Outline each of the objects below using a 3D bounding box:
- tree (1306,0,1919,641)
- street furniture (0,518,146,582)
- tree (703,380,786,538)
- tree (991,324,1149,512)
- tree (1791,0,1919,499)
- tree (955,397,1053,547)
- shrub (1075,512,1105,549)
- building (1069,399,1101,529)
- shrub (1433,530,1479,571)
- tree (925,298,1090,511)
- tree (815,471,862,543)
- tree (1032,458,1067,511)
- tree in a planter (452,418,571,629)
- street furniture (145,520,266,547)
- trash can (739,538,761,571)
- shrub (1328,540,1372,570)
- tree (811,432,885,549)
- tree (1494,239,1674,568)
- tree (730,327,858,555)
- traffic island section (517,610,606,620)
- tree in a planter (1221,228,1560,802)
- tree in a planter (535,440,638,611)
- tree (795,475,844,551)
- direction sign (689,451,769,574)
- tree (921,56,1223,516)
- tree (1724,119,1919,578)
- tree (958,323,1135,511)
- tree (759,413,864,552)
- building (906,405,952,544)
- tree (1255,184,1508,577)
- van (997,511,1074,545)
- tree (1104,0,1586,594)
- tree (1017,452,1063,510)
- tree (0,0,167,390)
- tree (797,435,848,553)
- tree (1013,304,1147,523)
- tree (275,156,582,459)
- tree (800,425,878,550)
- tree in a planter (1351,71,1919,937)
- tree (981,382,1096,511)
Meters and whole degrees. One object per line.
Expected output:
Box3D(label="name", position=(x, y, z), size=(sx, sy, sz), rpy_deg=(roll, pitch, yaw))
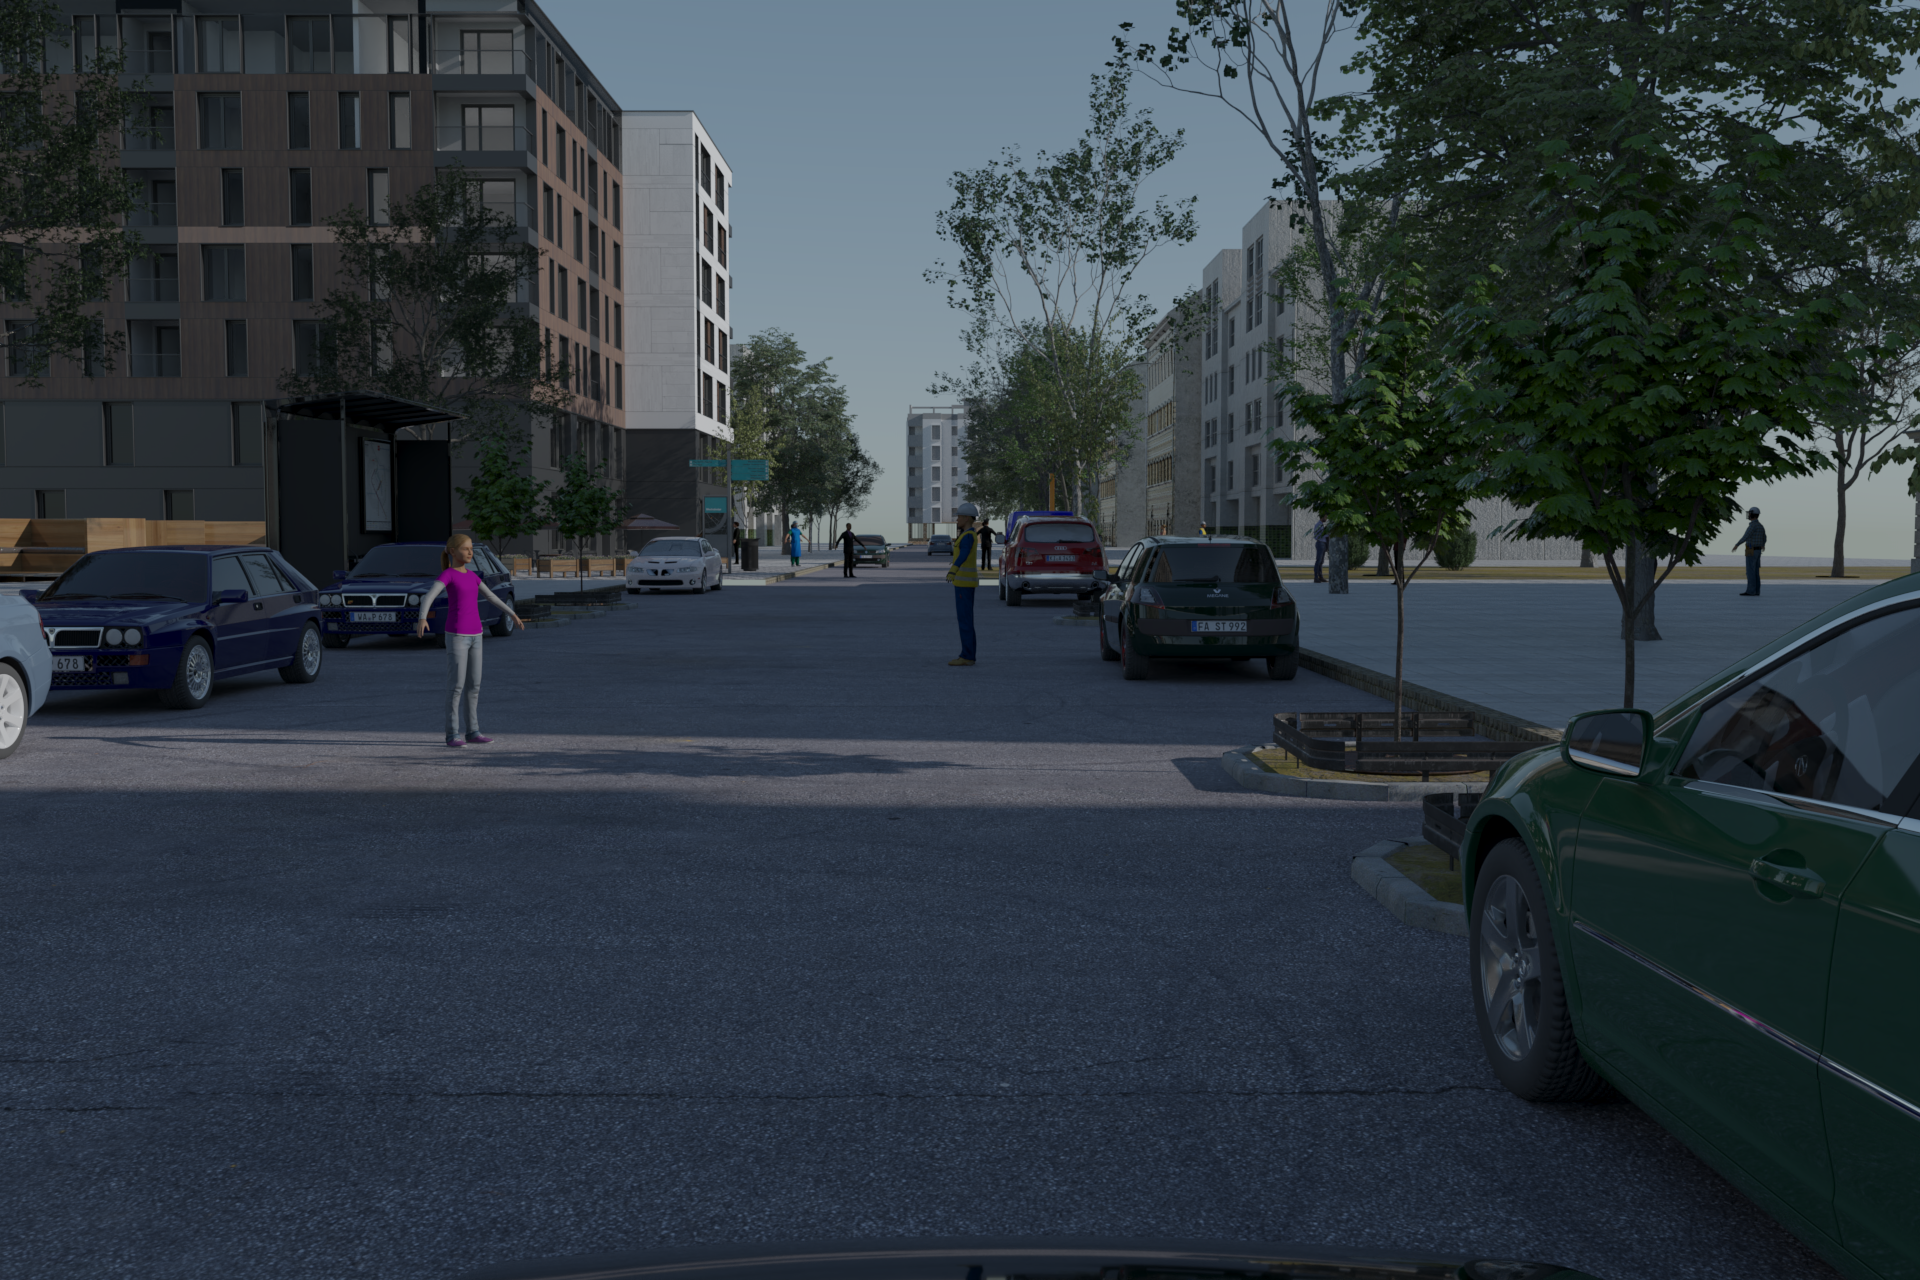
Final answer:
Box3D(label="tree", position=(7.840, -6.277, 20.749), size=(7.486, 12.596, 7.792), rpy_deg=(0, 3, 0))
Box3D(label="street furniture", position=(-26.797, -2.648, 50.143), size=(11.010, 1.723, 9.812), rpy_deg=(2, 4, 26))
Box3D(label="tree", position=(-10.324, -8.128, 83.257), size=(4.737, 8.622, 4.395), rpy_deg=(0, 3, 0))
Box3D(label="tree", position=(5.390, -9.726, 84.778), size=(9.928, 11.665, 9.643), rpy_deg=(0, 3, 0))
Box3D(label="tree", position=(8.278, -3.832, 13.023), size=(4.737, 8.622, 4.395), rpy_deg=(0, 3, 0))
Box3D(label="tree", position=(4.262, -15.195, 155.087), size=(9.857, 13.997, 8.962), rpy_deg=(0, 3, 0))
Box3D(label="shrub", position=(4.182, -3.426, 60.055), size=(1.661, 2.075, 1.752), rpy_deg=(0, 3, 0))
Box3D(label="building", position=(23.559, -23.780, 219.734), size=(19.493, 23.208, 18.063), rpy_deg=(0, 4, 0))
Box3D(label="shrub", position=(17.325, -3.439, 60.648), size=(1.690, 2.028, 1.600), rpy_deg=(0, 3, 0))
Box3D(label="tree", position=(4.012, -17.354, 139.630), size=(12.611, 20.169, 13.585), rpy_deg=(0, 3, 0))
Box3D(label="tree", position=(-16.932, -18.677, 239.786), size=(7.601, 10.594, 8.767), rpy_deg=(0, 4, -2))
Box3D(label="tree", position=(13.415, -19.843, 242.559), size=(7.486, 12.596, 7.792), rpy_deg=(0, 3, 0))
Box3D(label="tree in a planter", position=(-7.172, -1.819, 26.962), size=(1.991, 3.239, 1.994), rpy_deg=(0, 4, -1))
Box3D(label="street furniture", position=(-26.923, -3.294, 60.707), size=(11.010, 1.723, 9.812), rpy_deg=(-1, 4, -21))
Box3D(label="trash can", position=(-7.251, -2.940, 59.724), size=(0.748, 1.137, 0.748), rpy_deg=(0, 3, 0))
Box3D(label="shrub", position=(13.816, -3.521, 61.602), size=(1.661, 2.075, 1.752), rpy_deg=(0, 3, 0))
Box3D(label="tree", position=(-10.842, -13.099, 148.585), size=(8.767, 10.594, 7.601), rpy_deg=(-1, 4, -12))
Box3D(label="tree", position=(24.138, -9.765, 66.313), size=(9.857, 13.997, 8.962), rpy_deg=(0, 3, 0))
Box3D(label="tree", position=(-10.642, -12.198, 106.090), size=(9.857, 13.997, 8.962), rpy_deg=(0, 3, 0))
Box3D(label="traffic island section", position=(-7.190, -0.426, 29.834), size=(1.991, 0.108, 1.994), rpy_deg=(0, 4, 0))
Box3D(label="tree in a planter", position=(2.598, -0.792, 10.168), size=(1.991, 3.239, 1.994), rpy_deg=(0, 3, 0))
Box3D(label="tree in a planter", position=(-7.243, -2.191, 33.047), size=(1.991, 3.239, 1.994), rpy_deg=(0, 4, 0))
Box3D(label="tree", position=(-10.741, -11.054, 131.094), size=(4.737, 8.622, 4.395), rpy_deg=(0, 3, 0))
Box3D(label="direction sign", position=(-7.392, -4.116, 56.058), size=(2.525, 3.948, 1.411), rpy_deg=(0, 4, 0))
Box3D(label="tree", position=(4.694, -13.158, 71.015), size=(12.611, 20.169, 13.585), rpy_deg=(0, 3, 0))
Box3D(label="tree", position=(25.966, -8.571, 50.498), size=(12.009, 13.543, 11.850), rpy_deg=(0, 3, 0))
Box3D(label="tree", position=(5.106, -11.604, 100.093), size=(12.009, 13.543, 11.850), rpy_deg=(0, 3, 0))
Box3D(label="tree", position=(-10.815, -11.555, 123.339), size=(8.767, 10.594, 7.601), rpy_deg=(0, 4, 6))
Box3D(label="building", position=(-7.253, -23.593, 244.628), size=(11.380, 20.090, 16.016), rpy_deg=(0, 4, -1))
Box3D(label="tree", position=(12.793, -7.729, 52.120), size=(9.928, 11.665, 9.643), rpy_deg=(0, 3, 0))
Box3D(label="van", position=(2.191, -2.683, 48.258), size=(2.240, 2.365, 5.245), rpy_deg=(0, 3, 0))
Box3D(label="tree", position=(8.523, -10.972, 35.282), size=(12.611, 20.169, 13.585), rpy_deg=(0, 3, 0))
Box3D(label="tree", position=(5.438, -10.733, 125.841), size=(4.737, 8.622, 4.395), rpy_deg=(0, 3, 0))
Box3D(label="tree", position=(-13.110, -5.260, 20.419), size=(7.601, 10.594, 8.767), rpy_deg=(-1, 4, -14))
Box3D(label="tree", position=(-10.166, -10.106, 115.599), size=(4.360, 8.622, 3.978), rpy_deg=(0, 3, 0))
Box3D(label="tree", position=(3.942, -6.384, 54.740), size=(4.737, 8.622, 4.395), rpy_deg=(0, 3, 0))
Box3D(label="tree", position=(-12.727, -6.584, 42.060), size=(7.601, 10.594, 8.767), rpy_deg=(-3, 4, -37))
Box3D(label="tree", position=(-10.410, -12.408, 137.290), size=(8.767, 10.594, 7.601), rpy_deg=(1, 4, 8))
Box3D(label="tree in a planter", position=(2.624, -0.582, 6.743), size=(1.991, 3.239, 1.994), rpy_deg=(0, 4, 0))
Box3D(label="tree", position=(5.028, -11.920, 113.022), size=(7.486, 12.596, 7.792), rpy_deg=(0, 3, 0))
